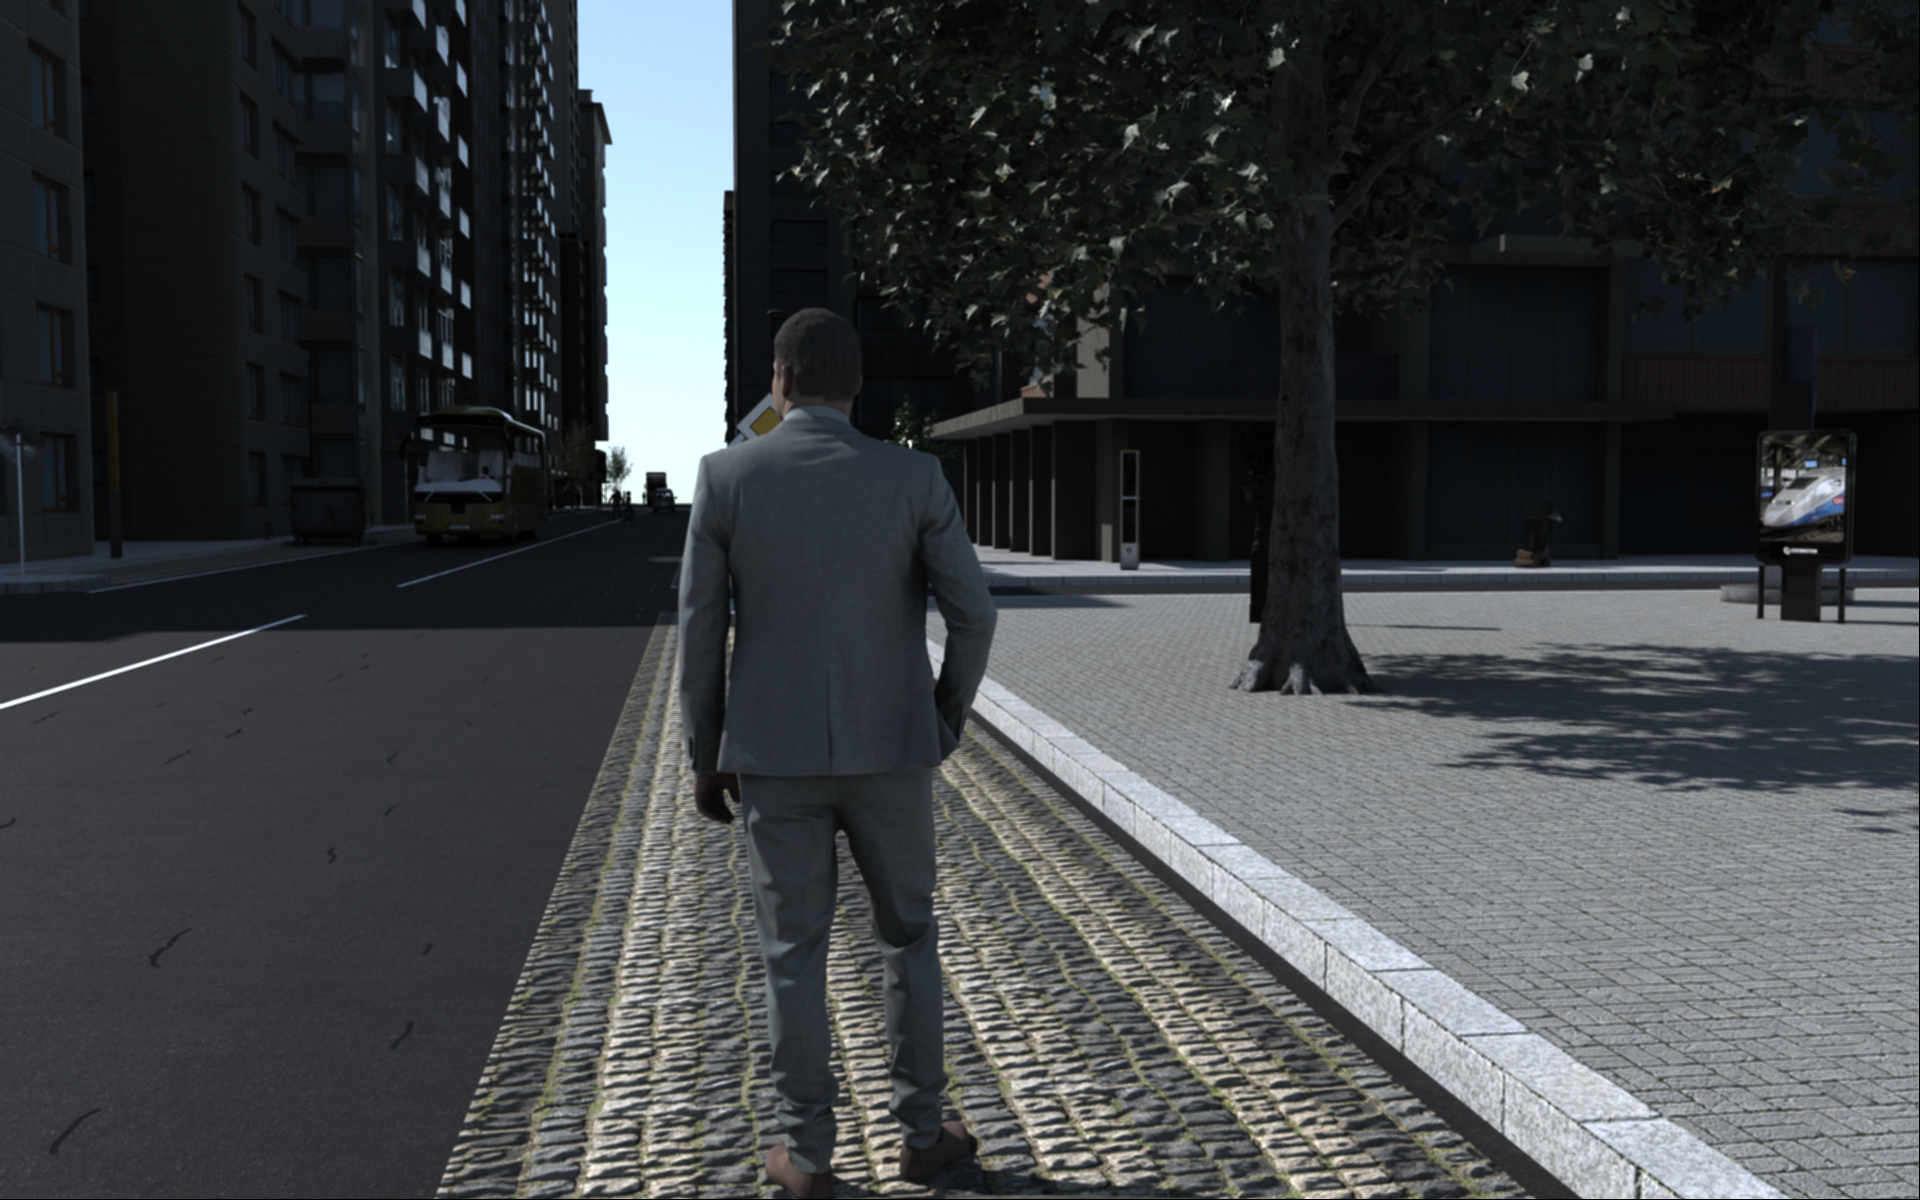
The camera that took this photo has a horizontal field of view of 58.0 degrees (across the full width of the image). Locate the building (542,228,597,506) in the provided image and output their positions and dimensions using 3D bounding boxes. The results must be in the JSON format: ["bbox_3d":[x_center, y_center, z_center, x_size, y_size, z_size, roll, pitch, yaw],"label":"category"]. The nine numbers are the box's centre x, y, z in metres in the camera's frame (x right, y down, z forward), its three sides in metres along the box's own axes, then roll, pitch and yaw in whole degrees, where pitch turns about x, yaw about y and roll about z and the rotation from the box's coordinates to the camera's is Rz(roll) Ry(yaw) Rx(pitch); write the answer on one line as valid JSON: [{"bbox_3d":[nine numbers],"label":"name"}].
[{"bbox_3d":[-47.356,-25.501,188.642,14.160,30.474,14.107,-1,4,-8],"label":"building"}]

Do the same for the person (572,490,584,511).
[{"bbox_3d":[-31.304,-8.134,142.008,1.217,1.766,0.721,2,4,24],"label":"person"}]

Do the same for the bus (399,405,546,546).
[{"bbox_3d":[-14.149,-3.671,51.567,2.896,3.916,12.252,-1,4,-9],"label":"bus"}]

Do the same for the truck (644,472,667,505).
[{"bbox_3d":[-39.232,-14.362,223.734,2.839,4.237,11.283,-1,4,-9],"label":"truck"}]

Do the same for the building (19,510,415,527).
[{"bbox_3d":[-34.385,-27.941,76.449,23.786,49.044,30.456,-1,4,-8],"label":"building"}]

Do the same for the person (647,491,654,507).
[{"bbox_3d":[-33.985,-11.172,191.142,1.348,1.826,0.705,2,4,28],"label":"person"}]

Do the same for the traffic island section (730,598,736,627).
[{"bbox_3d":[-2.124,0.146,19.894,2.009,0.180,2.903,-1,4,-8],"label":"traffic island section"}]

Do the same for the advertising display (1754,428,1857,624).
[{"bbox_3d":[8.481,-0.747,17.422,0.123,1.923,0.974,-2,4,-34],"label":"advertising display"}]

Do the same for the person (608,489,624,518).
[{"bbox_3d":[-20.586,-5.785,103.640,0.990,1.755,0.434,-1,4,-22],"label":"person"}]

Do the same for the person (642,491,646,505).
[{"bbox_3d":[-42.946,-13.895,235.705,0.705,1.821,1.348,1,4,16],"label":"person"}]

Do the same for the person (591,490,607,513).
[{"bbox_3d":[-26.637,-7.273,127.935,1.217,1.766,0.721,-2,4,-27],"label":"person"}]

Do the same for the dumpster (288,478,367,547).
[{"bbox_3d":[-17.061,-2.358,46.770,1.865,1.857,1.264,-1,4,-9],"label":"dumpster"}]

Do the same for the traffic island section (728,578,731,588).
[{"bbox_3d":[-3.282,-0.337,27.795,2.009,0.180,2.903,-1,4,-8],"label":"traffic island section"}]

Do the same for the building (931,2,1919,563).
[{"bbox_3d":[13.856,-23.707,42.231,28.867,44.769,22.147,-1,4,-8],"label":"building"}]

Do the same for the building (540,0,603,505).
[{"bbox_3d":[-53.251,-46.838,204.049,20.563,71.187,20.611,-1,4,-8],"label":"building"}]

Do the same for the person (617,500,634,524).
[{"bbox_3d":[-16.151,-4.283,84.030,0.738,1.151,1.012,-2,4,-28],"label":"person"}]

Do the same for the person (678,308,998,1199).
[{"bbox_3d":[-0.254,0.309,3.552,0.635,1.810,0.391,-1,4,-14],"label":"person"}]

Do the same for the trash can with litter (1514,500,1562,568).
[{"bbox_3d":[10.081,-1.156,30.286,0.624,1.170,1.055,2,4,33],"label":"trash can with litter"}]

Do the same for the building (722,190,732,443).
[{"bbox_3d":[-22.439,-36.178,246.133,22.147,44.769,28.867,-1,4,-8],"label":"building"}]

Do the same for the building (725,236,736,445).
[{"bbox_3d":[-19.403,-25.964,196.216,14.160,30.474,14.107,-1,4,-8],"label":"building"}]

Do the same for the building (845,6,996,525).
[{"bbox_3d":[2.667,-17.769,62.220,14.160,30.474,14.107,-1,4,-8],"label":"building"}]

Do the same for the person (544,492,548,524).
[{"bbox_3d":[-20.075,-4.573,83.447,0.466,1.800,0.511,-1,4,-17],"label":"person"}]

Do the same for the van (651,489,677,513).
[{"bbox_3d":[-23.213,-7.878,135.819,2.013,2.044,4.112,-1,4,-8],"label":"van"}]

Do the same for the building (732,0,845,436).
[{"bbox_3d":[-10.804,-38.023,163.679,21.231,58.520,28.212,-1,4,-8],"label":"building"}]

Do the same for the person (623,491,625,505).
[{"bbox_3d":[-42.362,-12.832,218.318,0.705,1.823,1.348,-1,4,-9],"label":"person"}]

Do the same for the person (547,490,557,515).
[{"bbox_3d":[-27.520,-6.570,116.703,0.721,1.735,1.217,-3,5,-44],"label":"person"}]

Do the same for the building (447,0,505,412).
[{"bbox_3d":[-35.898,-27.855,105.540,14.600,45.320,14.200,-1,4,-8],"label":"building"}]

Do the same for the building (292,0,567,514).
[{"bbox_3d":[-46.554,-32.281,147.400,23.786,49.044,30.456,-1,4,-8],"label":"building"}]

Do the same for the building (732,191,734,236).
[{"bbox_3d":[-16.780,-34.447,217.839,22.147,44.769,28.867,-1,4,-8],"label":"building"}]

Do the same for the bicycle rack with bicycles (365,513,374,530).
[{"bbox_3d":[-22.310,-2.909,60.941,2.925,0.926,2.852,-1,4,-11],"label":"bicycle rack with bicycles"}]

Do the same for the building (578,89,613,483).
[{"bbox_3d":[-60.729,-39.082,228.235,28.713,52.752,27.495,-1,4,-8],"label":"building"}]

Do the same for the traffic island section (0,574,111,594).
[{"bbox_3d":[-14.208,-0.240,26.204,2.009,0.180,2.903,-1,4,-8],"label":"traffic island section"}]

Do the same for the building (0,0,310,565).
[{"bbox_3d":[-32.699,-11.895,39.528,27.650,21.520,28.899,-1,4,-8],"label":"building"}]
